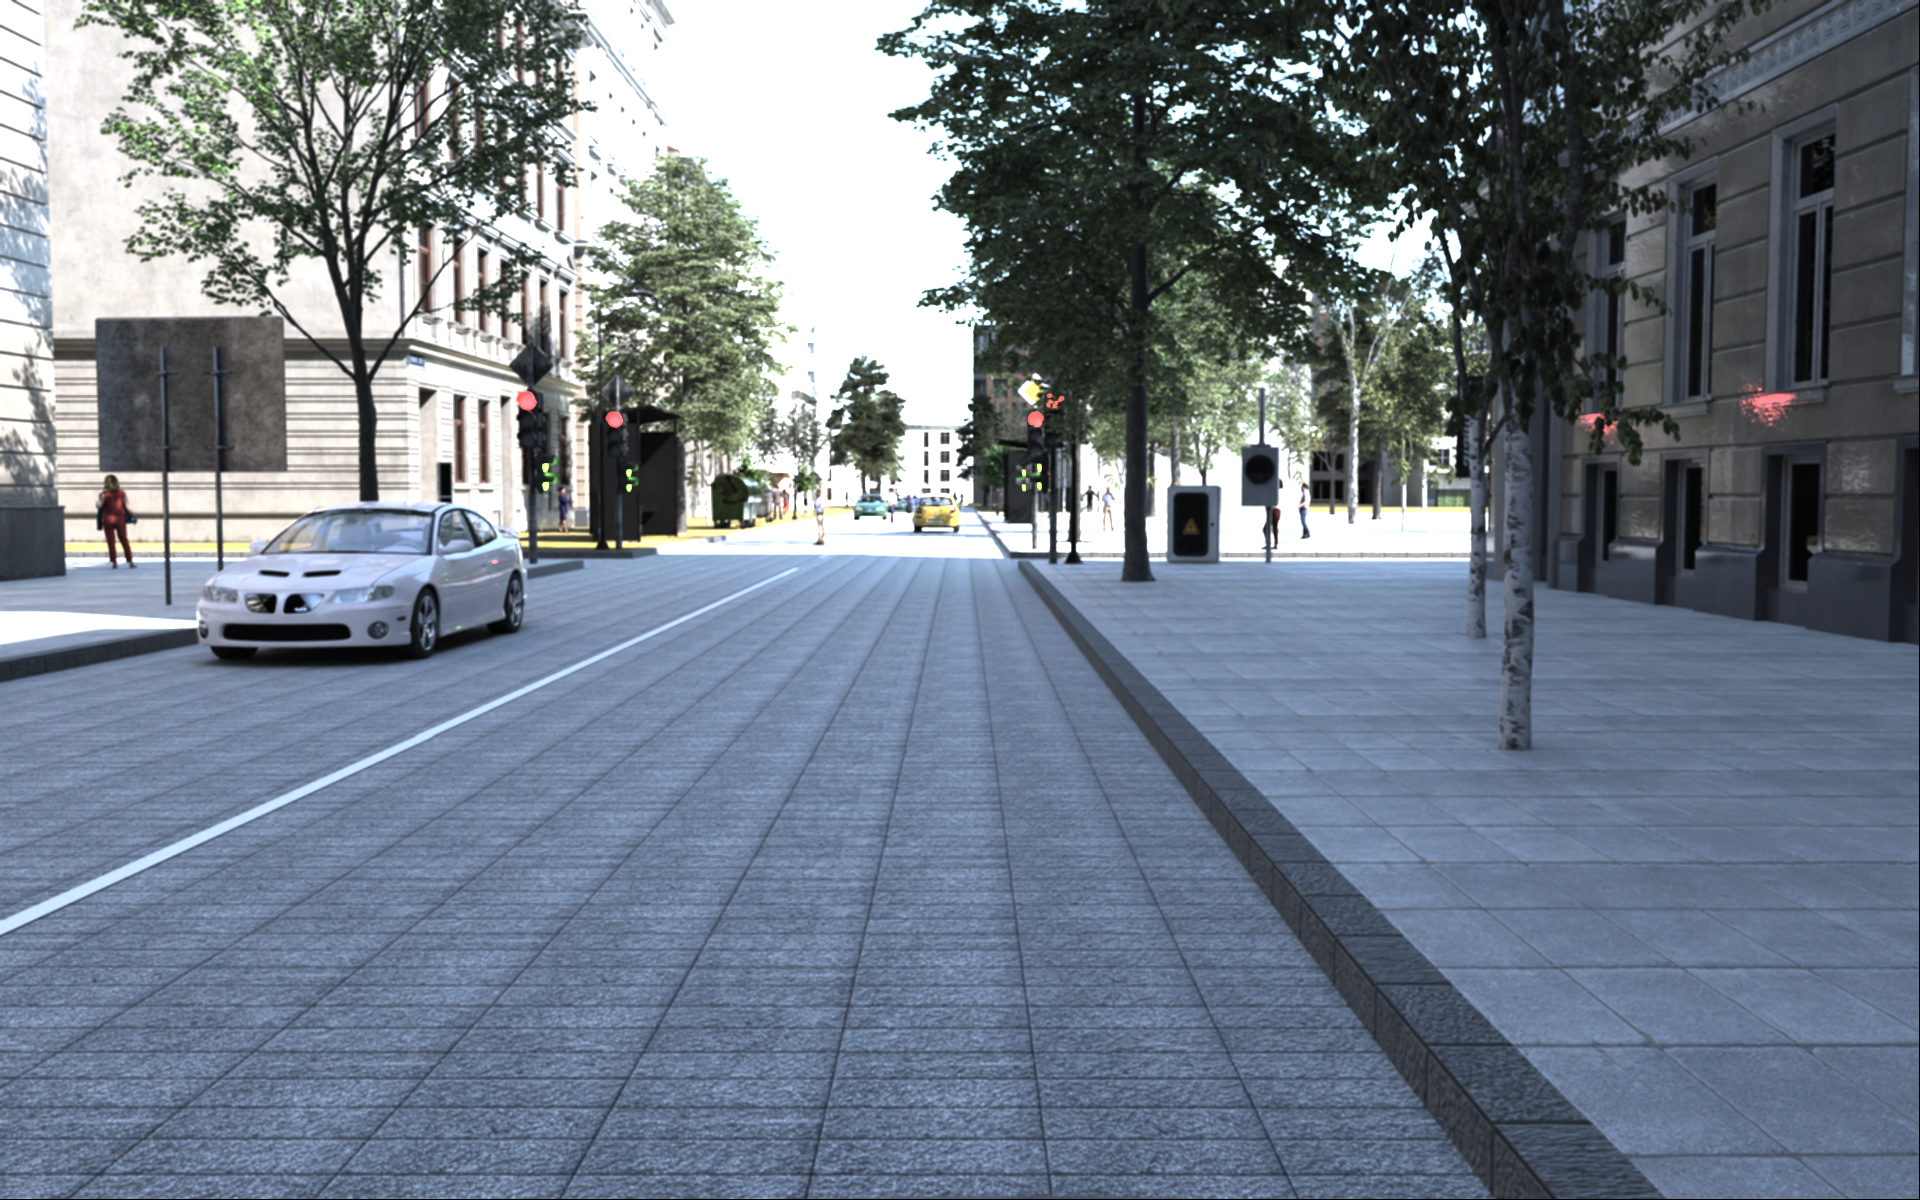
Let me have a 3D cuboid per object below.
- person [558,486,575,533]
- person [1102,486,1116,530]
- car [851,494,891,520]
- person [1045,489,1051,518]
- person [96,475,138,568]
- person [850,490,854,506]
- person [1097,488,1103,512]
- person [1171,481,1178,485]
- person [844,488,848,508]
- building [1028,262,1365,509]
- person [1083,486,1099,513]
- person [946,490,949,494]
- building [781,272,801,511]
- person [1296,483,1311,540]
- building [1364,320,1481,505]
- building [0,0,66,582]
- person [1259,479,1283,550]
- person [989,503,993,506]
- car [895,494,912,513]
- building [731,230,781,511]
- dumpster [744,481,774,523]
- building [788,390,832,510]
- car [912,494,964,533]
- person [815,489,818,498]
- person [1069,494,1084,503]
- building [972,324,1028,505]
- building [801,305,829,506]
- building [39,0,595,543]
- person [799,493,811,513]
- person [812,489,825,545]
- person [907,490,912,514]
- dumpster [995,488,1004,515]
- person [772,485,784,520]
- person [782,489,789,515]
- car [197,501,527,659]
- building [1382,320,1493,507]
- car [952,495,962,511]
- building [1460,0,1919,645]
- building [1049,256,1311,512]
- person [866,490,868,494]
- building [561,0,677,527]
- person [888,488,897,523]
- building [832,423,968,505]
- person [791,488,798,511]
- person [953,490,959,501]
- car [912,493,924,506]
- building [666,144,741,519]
[{"bbox_3d":[-12.923,-2.964,56.868,0.546,1.535,0.453,-1,4,-19],"label":"person"},{"bbox_3d":[5.285,-3.264,61.464,0.516,1.574,0.319,-1,4,-15],"label":"person"},{"bbox_3d":[-4.963,-5.169,96.308,2.131,1.459,4.920,0,4,-1],"label":"car"},{"bbox_3d":[4.741,-5.094,91.535,0.429,1.552,0.499,0,4,-7],"label":"person"},{"bbox_3d":[-14.598,-1.359,29.964,0.593,1.614,0.444,0,4,-5],"label":"person"},{"bbox_3d":[-11.707,-10.962,186.062,0.721,1.735,1.217,0,4,-6],"label":"person"},{"bbox_3d":[9.822,-7.044,121.236,0.705,1.821,1.348,-1,4,-11],"label":"person"},{"bbox_3d":[5.756,-2.330,45.836,0.444,1.614,0.593,0,4,-7],"label":"person"},{"bbox_3d":[-10.667,-9.575,162.724,0.705,1.807,1.348,0,4,3],"label":"person"},{"bbox_3d":[21.542,-19.894,169.248,27.936,21.610,32.646,0,3,0],"label":"building"},{"bbox_3d":[8.854,-6.882,118.190,1.348,1.869,0.705,1,4,20],"label":"person"},{"bbox_3d":[-1.284,-11.190,191.319,0.599,1.838,0.709,0,4,5],"label":"person"},{"bbox_3d":[-21.137,-16.985,134.122,16.016,20.091,11.380,0,3,0],"label":"building"},{"bbox_3d":[9.644,-2.486,48.653,0.435,1.587,0.963,0,4,6],"label":"person"},{"bbox_3d":[50.792,-22.846,217.499,32.646,21.610,27.936,0,3,0],"label":"building"},{"bbox_3d":[-26.161,-13.669,20.747,25.104,27.353,12.463,0,3,0],"label":"building"},{"bbox_3d":[7.124,-1.975,39.798,0.566,1.644,0.517,2,4,26],"label":"person"},{"bbox_3d":[3.413,-11.212,190.278,0.530,1.710,0.541,1,4,18],"label":"person"},{"bbox_3d":[-4.669,-7.351,131.992,2.131,1.459,4.920,0,4,2],"label":"car"},{"bbox_3d":[-21.371,-16.202,121.315,16.016,20.091,11.380,0,3,0],"label":"building"},{"bbox_3d":[-9.046,-4.385,77.449,1.264,1.857,1.865,0,3,0],"label":"dumpster"},{"bbox_3d":[-17.284,-12.965,154.125,9.099,9.664,28.070,0,3,0],"label":"building"},{"bbox_3d":[-0.852,-3.386,65.581,2.015,1.641,3.980,0,4,1],"label":"car"},{"bbox_3d":[-14.079,-10.049,170.335,0.705,1.826,1.348,-2,4,-23],"label":"person"},{"bbox_3d":[4.049,-3.192,60.444,0.429,1.552,0.499,-3,5,-44],"label":"person"},{"bbox_3d":[17.917,-22.939,219.034,32.646,21.610,27.936,0,3,0],"label":"building"},{"bbox_3d":[-19.593,-19.753,179.373,11.380,20.091,16.016,0,3,0],"label":"building"},{"bbox_3d":[-19.423,-13.357,54.548,11.583,22.565,21.152,0,3,0],"label":"building"},{"bbox_3d":[-10.592,-6.843,118.713,1.217,1.735,0.721,3,5,43],"label":"person"},{"bbox_3d":[-3.970,-2.327,48.614,0.319,1.574,0.516,1,4,16],"label":"person"},{"bbox_3d":[-3.607,-6.999,123.857,0.530,1.710,0.541,3,4,39],"label":"person"},{"bbox_3d":[2.819,-6.189,106.950,1.264,1.857,1.865,0,3,0],"label":"dumpster"},{"bbox_3d":[-9.066,-4.842,86.030,0.655,1.722,0.431,0,4,-4],"label":"person"},{"bbox_3d":[-10.718,-6.045,106.582,0.444,1.614,0.593,0,4,-5],"label":"person"},{"bbox_3d":[-5.527,-0.257,16.563,2.083,1.381,4.827,0,4,1],"label":"car"},{"bbox_3d":[61.345,-19.064,178.152,31.486,18.905,16.747,0,3,0],"label":"building"},{"bbox_3d":[-0.902,-4.590,87.051,2.014,1.417,4.499,0,4,1],"label":"car"},{"bbox_3d":[14.239,-14.078,16.072,13.634,28.700,20.117,0,3,0],"label":"building"},{"bbox_3d":[16.230,-16.567,137.332,16.747,18.905,31.486,0,3,0],"label":"building"},{"bbox_3d":[-8.389,-9.002,154.687,0.415,1.643,0.593,-1,4,-20],"label":"person"},{"bbox_3d":[-20.600,-17.731,75.804,13.634,28.700,20.117,0,3,0],"label":"building"},{"bbox_3d":[-3.304,-4.702,86.318,0.436,1.711,0.756,3,4,38],"label":"person"},{"bbox_3d":[-12.998,-16.300,208.645,28.070,9.664,9.099,0,3,0],"label":"building"},{"bbox_3d":[-12.510,-7.599,130.738,0.568,1.767,0.683,-1,4,-21],"label":"person"},{"bbox_3d":[-0.393,-8.457,146.787,0.705,1.821,1.348,-1,4,-15],"label":"person"},{"bbox_3d":[-4.111,-10.115,174.965,1.945,1.707,3.694,0,3,0],"label":"car"},{"bbox_3d":[-19.177,-15.976,97.360,11.583,22.565,21.152,0,3,0],"label":"building"}]
